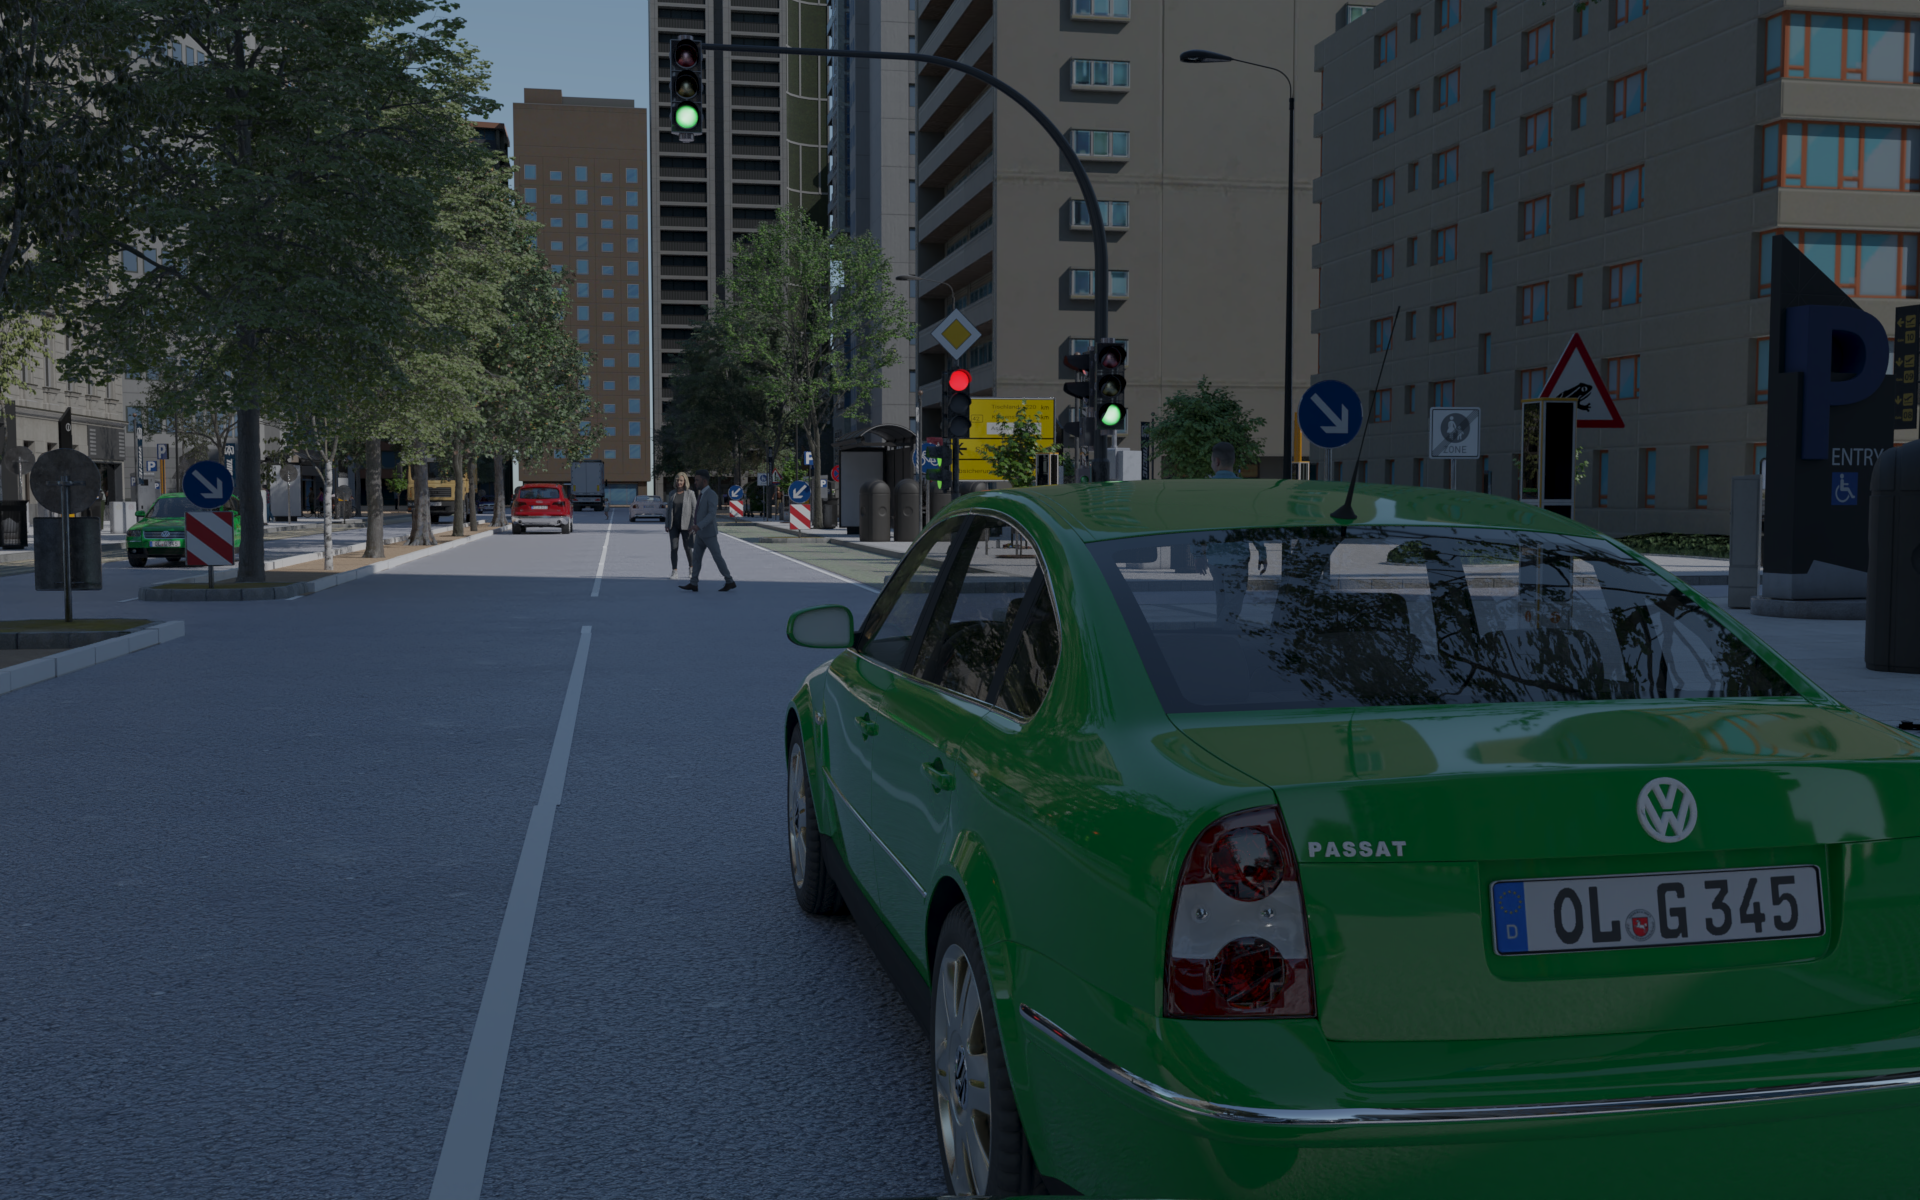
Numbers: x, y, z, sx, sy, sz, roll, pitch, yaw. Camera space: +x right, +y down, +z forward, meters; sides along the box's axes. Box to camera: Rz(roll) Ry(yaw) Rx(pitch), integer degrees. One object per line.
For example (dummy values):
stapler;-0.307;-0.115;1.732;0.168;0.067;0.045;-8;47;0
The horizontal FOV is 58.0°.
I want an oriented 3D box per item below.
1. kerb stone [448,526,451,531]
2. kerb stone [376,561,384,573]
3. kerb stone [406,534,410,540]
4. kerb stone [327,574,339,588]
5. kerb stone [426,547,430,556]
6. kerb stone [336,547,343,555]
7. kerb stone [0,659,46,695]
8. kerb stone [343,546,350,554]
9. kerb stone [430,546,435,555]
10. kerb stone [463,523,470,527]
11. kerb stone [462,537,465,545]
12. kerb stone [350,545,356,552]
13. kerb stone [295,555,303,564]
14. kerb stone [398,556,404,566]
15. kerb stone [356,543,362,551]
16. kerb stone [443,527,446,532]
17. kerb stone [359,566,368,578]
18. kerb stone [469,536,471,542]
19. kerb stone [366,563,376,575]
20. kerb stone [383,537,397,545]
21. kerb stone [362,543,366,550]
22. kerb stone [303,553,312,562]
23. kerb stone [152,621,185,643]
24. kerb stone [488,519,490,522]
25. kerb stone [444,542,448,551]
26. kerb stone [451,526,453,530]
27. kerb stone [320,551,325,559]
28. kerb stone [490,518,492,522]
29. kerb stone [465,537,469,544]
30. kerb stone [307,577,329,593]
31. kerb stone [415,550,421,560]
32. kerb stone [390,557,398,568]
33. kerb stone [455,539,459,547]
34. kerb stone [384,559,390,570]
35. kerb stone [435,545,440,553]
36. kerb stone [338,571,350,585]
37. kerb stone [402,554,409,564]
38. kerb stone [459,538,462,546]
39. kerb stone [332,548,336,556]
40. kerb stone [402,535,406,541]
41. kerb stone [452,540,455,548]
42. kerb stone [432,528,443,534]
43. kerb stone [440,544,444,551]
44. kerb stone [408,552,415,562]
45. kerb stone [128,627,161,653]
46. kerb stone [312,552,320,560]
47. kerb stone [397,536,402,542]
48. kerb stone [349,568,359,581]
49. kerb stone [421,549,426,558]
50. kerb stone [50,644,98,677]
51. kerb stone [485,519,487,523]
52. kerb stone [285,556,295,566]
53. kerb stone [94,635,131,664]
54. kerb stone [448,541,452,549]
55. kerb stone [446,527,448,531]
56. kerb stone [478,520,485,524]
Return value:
kerb stone;-19.737;-2.706;66.438;0.120;0.150;1.000;-1;4;-11
kerb stone;-10.700;-0.577;31.625;0.120;0.150;1.000;-1;4;-11
kerb stone;-17.146;-1.906;53.361;0.120;0.150;1.000;-1;4;-11
kerb stone;-9.722;-0.270;26.604;0.120;0.150;1.000;-1;4;-11
kerb stone;-12.308;-1.069;39.680;0.120;0.150;1.000;-1;4;-11
kerb stone;-14.564;-1.107;40.293;0.120;0.150;1.000;-1;4;-11
kerb stone;-7.029;0.561;13.020;0.120;0.150;1.000;-1;4;-11
kerb stone;-14.757;-1.167;41.297;0.120;0.150;1.000;-1;4;-11
kerb stone;-12.500;-1.131;40.686;0.120;0.150;1.000;-1;4;-11
kerb stone;-21.726;-3.321;76.498;0.120;0.150;1.000;-1;4;-11
kerb stone;-14.089;-1.622;48.715;0.120;0.150;1.000;-1;4;-11
kerb stone;-14.962;-1.230;42.301;0.120;0.150;1.000;-1;4;-11
kerb stone;-13.567;-0.798;35.246;0.120;0.150;1.000;-1;4;-11
kerb stone;-11.300;-0.755;34.638;0.120;0.150;1.000;-1;4;-11
kerb stone;-15.152;-1.291;43.305;0.120;0.150;1.000;-1;4;-11
kerb stone;-19.333;-2.581;64.408;0.120;0.150;1.000;-1;4;-11
kerb stone;-10.300;-0.450;29.618;0.120;0.150;1.000;-1;4;-11
kerb stone;-14.488;-1.745;50.724;0.120;0.150;1.000;-1;4;-11
kerb stone;-10.501;-0.515;30.622;0.120;0.150;1.000;-1;4;-11
kerb stone;-16.552;-1.721;50.332;0.120;0.150;1.000;-1;4;-11
kerb stone;-15.351;-1.352;44.308;0.120;0.150;1.000;-1;4;-11
kerb stone;-13.766;-0.860;36.255;0.120;0.150;1.000;-1;4;-11
kerb stone;-7.819;0.315;17.047;0.120;0.150;1.000;-1;4;-11
kerb stone;-23.713;-3.934;86.541;0.120;0.150;1.000;-1;4;-11
kerb stone;-13.089;-1.315;43.697;0.120;0.150;1.000;-1;4;-11
kerb stone;-19.934;-2.767;67.442;0.120;0.150;1.000;-1;4;-11
kerb stone;-14.158;-0.983;38.276;0.120;0.150;1.000;-1;4;-11
kerb stone;-23.906;-3.995;87.545;0.120;0.150;1.000;-1;4;-11
kerb stone;-14.283;-1.683;49.718;0.120;0.150;1.000;-1;4;-11
kerb stone;-9.515;-0.207;25.599;0.120;0.150;1.000;-1;4;-11
kerb stone;-11.903;-0.946;37.666;0.120;0.150;1.000;-1;4;-11
kerb stone;-11.094;-0.694;33.632;0.120;0.150;1.000;-1;4;-11
kerb stone;-13.685;-1.497;46.710;0.120;0.150;1.000;-1;4;-11
kerb stone;-10.909;-0.638;32.626;0.120;0.150;1.000;-1;4;-11
kerb stone;-12.698;-1.192;41.690;0.120;0.150;1.000;-1;4;-11
kerb stone;-9.911;-0.331;27.609;0.120;0.150;1.000;-1;4;-11
kerb stone;-11.507;-0.823;35.647;0.120;0.150;1.000;-1;4;-11
kerb stone;-13.886;-1.561;47.713;0.120;0.150;1.000;-1;4;-11
kerb stone;-14.359;-1.045;39.278;0.120;0.150;1.000;-1;4;-11
kerb stone;-16.944;-1.844;52.353;0.120;0.150;1.000;-1;4;-11
kerb stone;-13.501;-1.438;45.704;0.120;0.150;1.000;-1;4;-11
kerb stone;-19.138;-2.519;63.402;0.120;0.150;1.000;-1;4;-11
kerb stone;-12.896;-1.254;42.693;0.120;0.150;1.000;-1;4;-11
kerb stone;-11.704;-0.882;36.662;0.120;0.150;1.000;-1;4;-11
kerb stone;-7.620;0.387;16.040;0.120;0.150;1.000;-1;4;-11
kerb stone;-13.966;-0.916;37.265;0.120;0.150;1.000;-1;4;-11
kerb stone;-16.751;-1.782;51.339;0.120;0.150;1.000;-1;4;-11
kerb stone;-10.109;-0.392;28.613;0.120;0.150;1.000;-1;4;-11
kerb stone;-12.107;-1.007;38.668;0.120;0.150;1.000;-1;4;-11
kerb stone;-7.222;0.499;14.033;0.120;0.150;1.000;-1;4;-11
kerb stone;-23.324;-3.813;84.530;0.120;0.150;1.000;-1;4;-11
kerb stone;-13.360;-0.737;34.245;0.120;0.150;1.000;-1;4;-11
kerb stone;-7.420;0.442;15.037;0.120;0.150;1.000;-1;4;-11
kerb stone;-13.292;-1.376;44.701;0.120;0.150;1.000;-1;4;-11
kerb stone;-19.537;-2.644;65.421;0.120;0.150;1.000;-1;4;-11
kerb stone;-23.121;-3.751;83.528;0.120;0.150;1.000;-1;4;-11
